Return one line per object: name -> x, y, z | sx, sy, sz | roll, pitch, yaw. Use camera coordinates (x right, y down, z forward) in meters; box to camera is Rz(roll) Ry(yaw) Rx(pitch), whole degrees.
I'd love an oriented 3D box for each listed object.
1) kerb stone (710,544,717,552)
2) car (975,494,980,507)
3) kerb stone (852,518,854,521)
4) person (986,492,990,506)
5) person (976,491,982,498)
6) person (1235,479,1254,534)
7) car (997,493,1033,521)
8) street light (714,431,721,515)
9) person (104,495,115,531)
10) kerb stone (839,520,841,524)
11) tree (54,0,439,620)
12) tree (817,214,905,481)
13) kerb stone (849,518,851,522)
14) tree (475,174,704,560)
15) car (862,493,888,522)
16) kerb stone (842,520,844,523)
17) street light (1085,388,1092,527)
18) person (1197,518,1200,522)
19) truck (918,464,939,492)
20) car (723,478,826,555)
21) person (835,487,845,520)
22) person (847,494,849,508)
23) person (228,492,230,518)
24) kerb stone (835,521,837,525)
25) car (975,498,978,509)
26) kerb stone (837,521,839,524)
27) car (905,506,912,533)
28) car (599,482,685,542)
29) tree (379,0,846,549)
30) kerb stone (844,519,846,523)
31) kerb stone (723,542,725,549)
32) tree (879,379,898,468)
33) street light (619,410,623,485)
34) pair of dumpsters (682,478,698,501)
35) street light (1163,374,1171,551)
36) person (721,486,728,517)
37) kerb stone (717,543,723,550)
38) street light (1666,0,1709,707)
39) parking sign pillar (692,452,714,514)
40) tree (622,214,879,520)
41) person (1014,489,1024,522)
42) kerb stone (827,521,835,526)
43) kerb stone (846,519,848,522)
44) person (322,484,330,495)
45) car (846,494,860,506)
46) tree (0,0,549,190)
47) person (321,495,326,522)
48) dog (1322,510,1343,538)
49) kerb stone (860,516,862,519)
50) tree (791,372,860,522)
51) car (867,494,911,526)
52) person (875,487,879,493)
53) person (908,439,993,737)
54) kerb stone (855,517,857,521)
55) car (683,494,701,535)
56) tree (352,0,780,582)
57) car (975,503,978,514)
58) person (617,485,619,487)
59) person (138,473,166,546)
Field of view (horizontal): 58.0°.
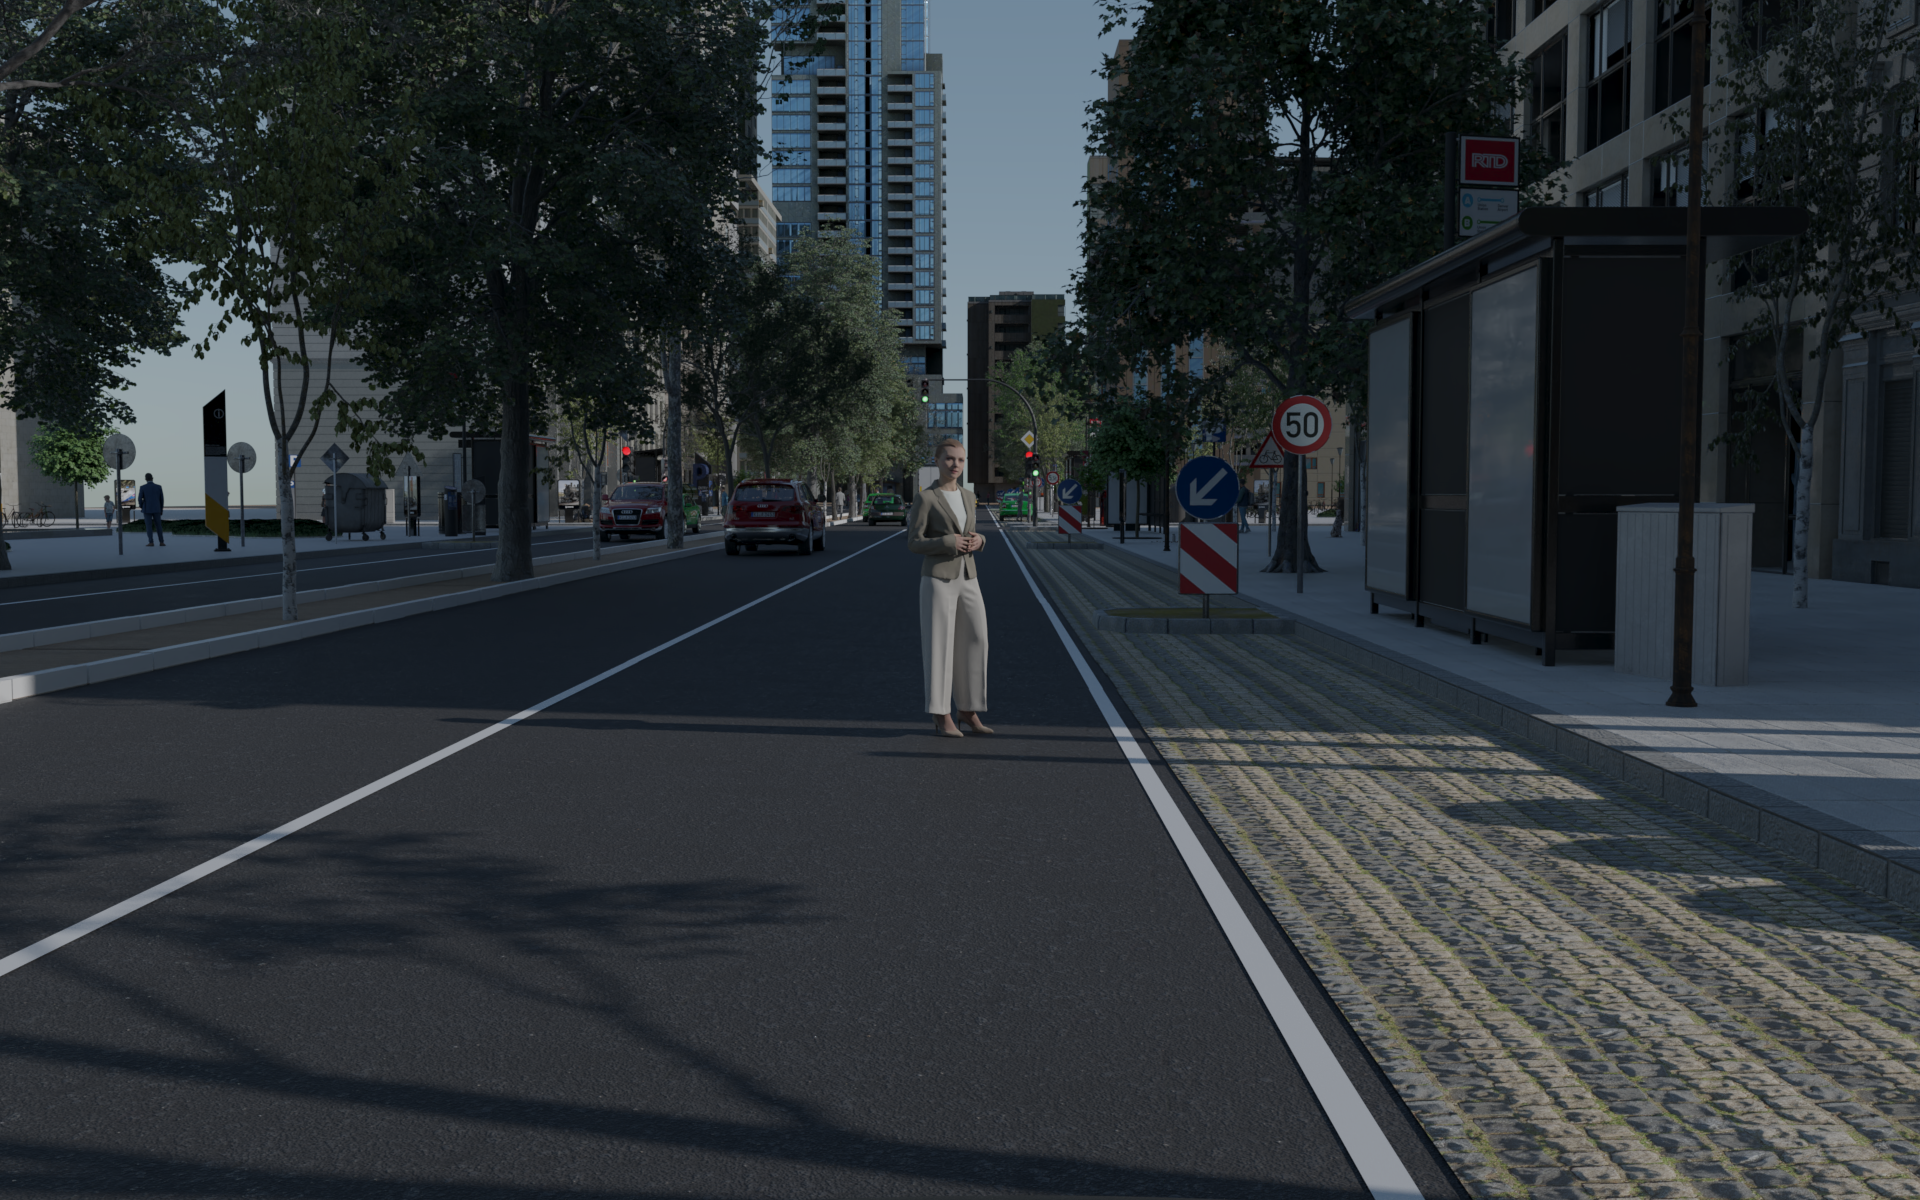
kerb stone -> -6.281, -1.288, 43.259 | 0.120, 0.150, 1.000 | 0, 4, 1
car -> 1.224, -11.338, 197.170 | 2.131, 1.459, 4.920 | 0, 4, 2
kerb stone -> -5.752, -4.143, 89.937 | 0.120, 0.150, 1.000 | 0, 4, 1
person -> 3.431, -12.591, 215.076 | 0.721, 1.743, 1.217 | -1, 4, -19
person -> 2.423, -13.427, 228.058 | 0.705, 1.821, 1.348 | -2, 4, -33
person -> 9.190, -3.049, 56.245 | 0.721, 1.781, 0.623 | 1, 4, 17
car -> 2.981, -5.127, 92.627 | 1.959, 1.807, 4.718 | 0, 4, 1
street light -> -14.673, -8.087, 105.003 | 0.468, 5.910, 1.993 | 0, 4, 1
person -> -29.588, -3.029, 60.256 | 0.332, 1.250, 0.352 | 1, 4, 9
kerb stone -> -5.849, -3.642, 81.738 | 0.120, 0.150, 1.000 | 0, 4, 1
tree -> -7.536, -4.053, 19.089 | 4.737, 8.622, 4.395 | 0, 3, 0
tree -> -6.924, -10.439, 79.794 | 9.857, 13.997, 8.962 | 0, 3, 0
kerb stone -> -5.776, -4.017, 87.881 | 0.120, 0.150, 1.000 | 0, 4, 1
tree -> -7.837, -5.167, 37.293 | 4.360, 8.622, 3.978 | 0, 3, 0
car -> -4.009, -4.936, 89.504 | 1.959, 1.807, 4.718 | 0, 4, 2
kerb stone -> -5.823, -3.767, 83.783 | 0.120, 0.150, 1.000 | 0, 4, 1
street light -> 4.993, -5.762, 67.000 | 0.468, 5.910, 1.993 | 0, 4, 1
person -> 9.709, -3.721, 71.151 | 0.589, 1.601, 0.330 | -1, 4, -11
truck -> -2.764, -10.937, 167.736 | 2.839, 4.237, 11.283 | 0, 4, 0
car -> -4.462, -2.050, 42.187 | 2.281, 1.827, 5.304 | 0, 4, 1
person -> -6.688, -5.315, 95.602 | 0.606, 1.804, 0.583 | -2, 4, -33
person -> -11.050, -9.835, 172.530 | 0.599, 1.433, 0.991 | -1, 4, -19
person -> -28.153, -3.676, 66.104 | 0.622, 1.834, 0.822 | 2, 4, 35
kerb stone -> -5.872, -3.516, 79.688 | 0.120, 0.150, 1.000 | 0, 4, 1
car -> 0.713, -9.382, 163.620 | 2.015, 1.641, 3.980 | 0, 4, -1
kerb stone -> -5.858, -3.579, 80.711 | 0.120, 0.150, 1.000 | 0, 4, 1
car -> -0.850, -2.800, 57.791 | 2.014, 1.417, 4.499 | 0, 3, 0
car -> -9.842, -2.757, 53.748 | 2.281, 1.827, 5.304 | 0, 3, 0
tree -> -8.643, -11.448, 45.520 | 12.611, 20.169, 13.585 | 0, 3, 0
kerb stone -> -5.810, -3.829, 84.805 | 0.120, 0.150, 1.000 | 0, 4, 1
kerb stone -> -6.252, -1.414, 45.309 | 0.120, 0.150, 1.000 | 0, 4, 1
tree -> -6.934, -7.755, 63.668 | 8.767, 10.594, 7.601 | 0, 4, 1
street light -> -15.054, -6.361, 76.796 | 0.468, 5.910, 1.993 | 0, 4, 1
pair of dumpsters -> -16.674, -6.147, 103.003 | 1.574, 2.255, 4.437 | 0, 4, 1
street light -> 4.656, -4.037, 38.799 | 0.468, 5.910, 1.993 | 0, 4, 1
person -> -10.699, -4.290, 78.985 | 0.444, 1.785, 0.601 | -1, 4, -10
kerb stone -> -6.271, -1.351, 44.287 | 0.120, 0.150, 1.000 | 0, 4, 1
street light -> 4.372, -2.295, 10.317 | 0.468, 5.910, 1.993 | 0, 4, 1
parking sign pillar -> -16.444, -7.472, 110.636 | 1.447, 3.967, 1.447 | 2, 4, 29
tree -> -7.312, -7.285, 55.985 | 8.767, 10.594, 7.601 | 0, 4, 1
person -> 3.032, -4.953, 89.757 | 0.573, 1.790, 0.520 | -1, 4, -10
kerb stone -> -5.882, -3.453, 78.656 | 0.120, 0.150, 1.000 | 0, 4, 1
kerb stone -> -5.792, -3.892, 85.827 | 0.120, 0.150, 1.000 | 0, 4, 1
person -> -29.083, -4.504, 79.771 | 0.616, 1.811, 0.778 | 0, 4, -6
car -> -11.659, -11.087, 191.050 | 2.009, 1.686, 4.222 | 0, 4, 0
tree -> -7.659, -5.963, 10.316 | 12.009, 13.543, 11.850 | 0, 3, 0
person -> -24.531, -3.443, 67.003 | 0.373, 1.253, 0.362 | 0, 4, -8
dog -> 11.044, -2.255, 51.250 | 0.800, 0.831, 0.513 | -1, 4, -21
kerb stone -> -5.692, -4.520, 96.103 | 0.120, 0.150, 1.000 | 0, 4, 1
tree -> -6.876, -8.263, 87.925 | 4.360, 8.622, 3.978 | 0, 3, 0
car -> -3.253, -4.221, 78.804 | 2.009, 1.686, 4.222 | 0, 4, 0
person -> -4.485, -5.265, 94.858 | 0.850, 1.792, 0.678 | -1, 4, -13
person -> -0.040, -0.072, 10.227 | 0.519, 1.759, 0.362 | -3, 4, -38
kerb stone -> -5.726, -4.269, 91.986 | 0.120, 0.150, 1.000 | 0, 4, 1
car -> -10.538, -3.289, 62.564 | 1.959, 1.807, 4.718 | 0, 4, 2
tree -> -7.336, -7.276, 28.082 | 9.857, 13.997, 8.962 | 0, 3, 0
car -> -0.217, -4.023, 77.782 | 2.014, 1.417, 4.499 | 0, 4, 2
person -> -19.457, -5.668, 98.956 | 0.600, 1.795, 0.529 | 3, 5, 39
person -> -19.787, -2.215, 42.448 | 0.419, 1.800, 0.721 | 3, 5, 42
